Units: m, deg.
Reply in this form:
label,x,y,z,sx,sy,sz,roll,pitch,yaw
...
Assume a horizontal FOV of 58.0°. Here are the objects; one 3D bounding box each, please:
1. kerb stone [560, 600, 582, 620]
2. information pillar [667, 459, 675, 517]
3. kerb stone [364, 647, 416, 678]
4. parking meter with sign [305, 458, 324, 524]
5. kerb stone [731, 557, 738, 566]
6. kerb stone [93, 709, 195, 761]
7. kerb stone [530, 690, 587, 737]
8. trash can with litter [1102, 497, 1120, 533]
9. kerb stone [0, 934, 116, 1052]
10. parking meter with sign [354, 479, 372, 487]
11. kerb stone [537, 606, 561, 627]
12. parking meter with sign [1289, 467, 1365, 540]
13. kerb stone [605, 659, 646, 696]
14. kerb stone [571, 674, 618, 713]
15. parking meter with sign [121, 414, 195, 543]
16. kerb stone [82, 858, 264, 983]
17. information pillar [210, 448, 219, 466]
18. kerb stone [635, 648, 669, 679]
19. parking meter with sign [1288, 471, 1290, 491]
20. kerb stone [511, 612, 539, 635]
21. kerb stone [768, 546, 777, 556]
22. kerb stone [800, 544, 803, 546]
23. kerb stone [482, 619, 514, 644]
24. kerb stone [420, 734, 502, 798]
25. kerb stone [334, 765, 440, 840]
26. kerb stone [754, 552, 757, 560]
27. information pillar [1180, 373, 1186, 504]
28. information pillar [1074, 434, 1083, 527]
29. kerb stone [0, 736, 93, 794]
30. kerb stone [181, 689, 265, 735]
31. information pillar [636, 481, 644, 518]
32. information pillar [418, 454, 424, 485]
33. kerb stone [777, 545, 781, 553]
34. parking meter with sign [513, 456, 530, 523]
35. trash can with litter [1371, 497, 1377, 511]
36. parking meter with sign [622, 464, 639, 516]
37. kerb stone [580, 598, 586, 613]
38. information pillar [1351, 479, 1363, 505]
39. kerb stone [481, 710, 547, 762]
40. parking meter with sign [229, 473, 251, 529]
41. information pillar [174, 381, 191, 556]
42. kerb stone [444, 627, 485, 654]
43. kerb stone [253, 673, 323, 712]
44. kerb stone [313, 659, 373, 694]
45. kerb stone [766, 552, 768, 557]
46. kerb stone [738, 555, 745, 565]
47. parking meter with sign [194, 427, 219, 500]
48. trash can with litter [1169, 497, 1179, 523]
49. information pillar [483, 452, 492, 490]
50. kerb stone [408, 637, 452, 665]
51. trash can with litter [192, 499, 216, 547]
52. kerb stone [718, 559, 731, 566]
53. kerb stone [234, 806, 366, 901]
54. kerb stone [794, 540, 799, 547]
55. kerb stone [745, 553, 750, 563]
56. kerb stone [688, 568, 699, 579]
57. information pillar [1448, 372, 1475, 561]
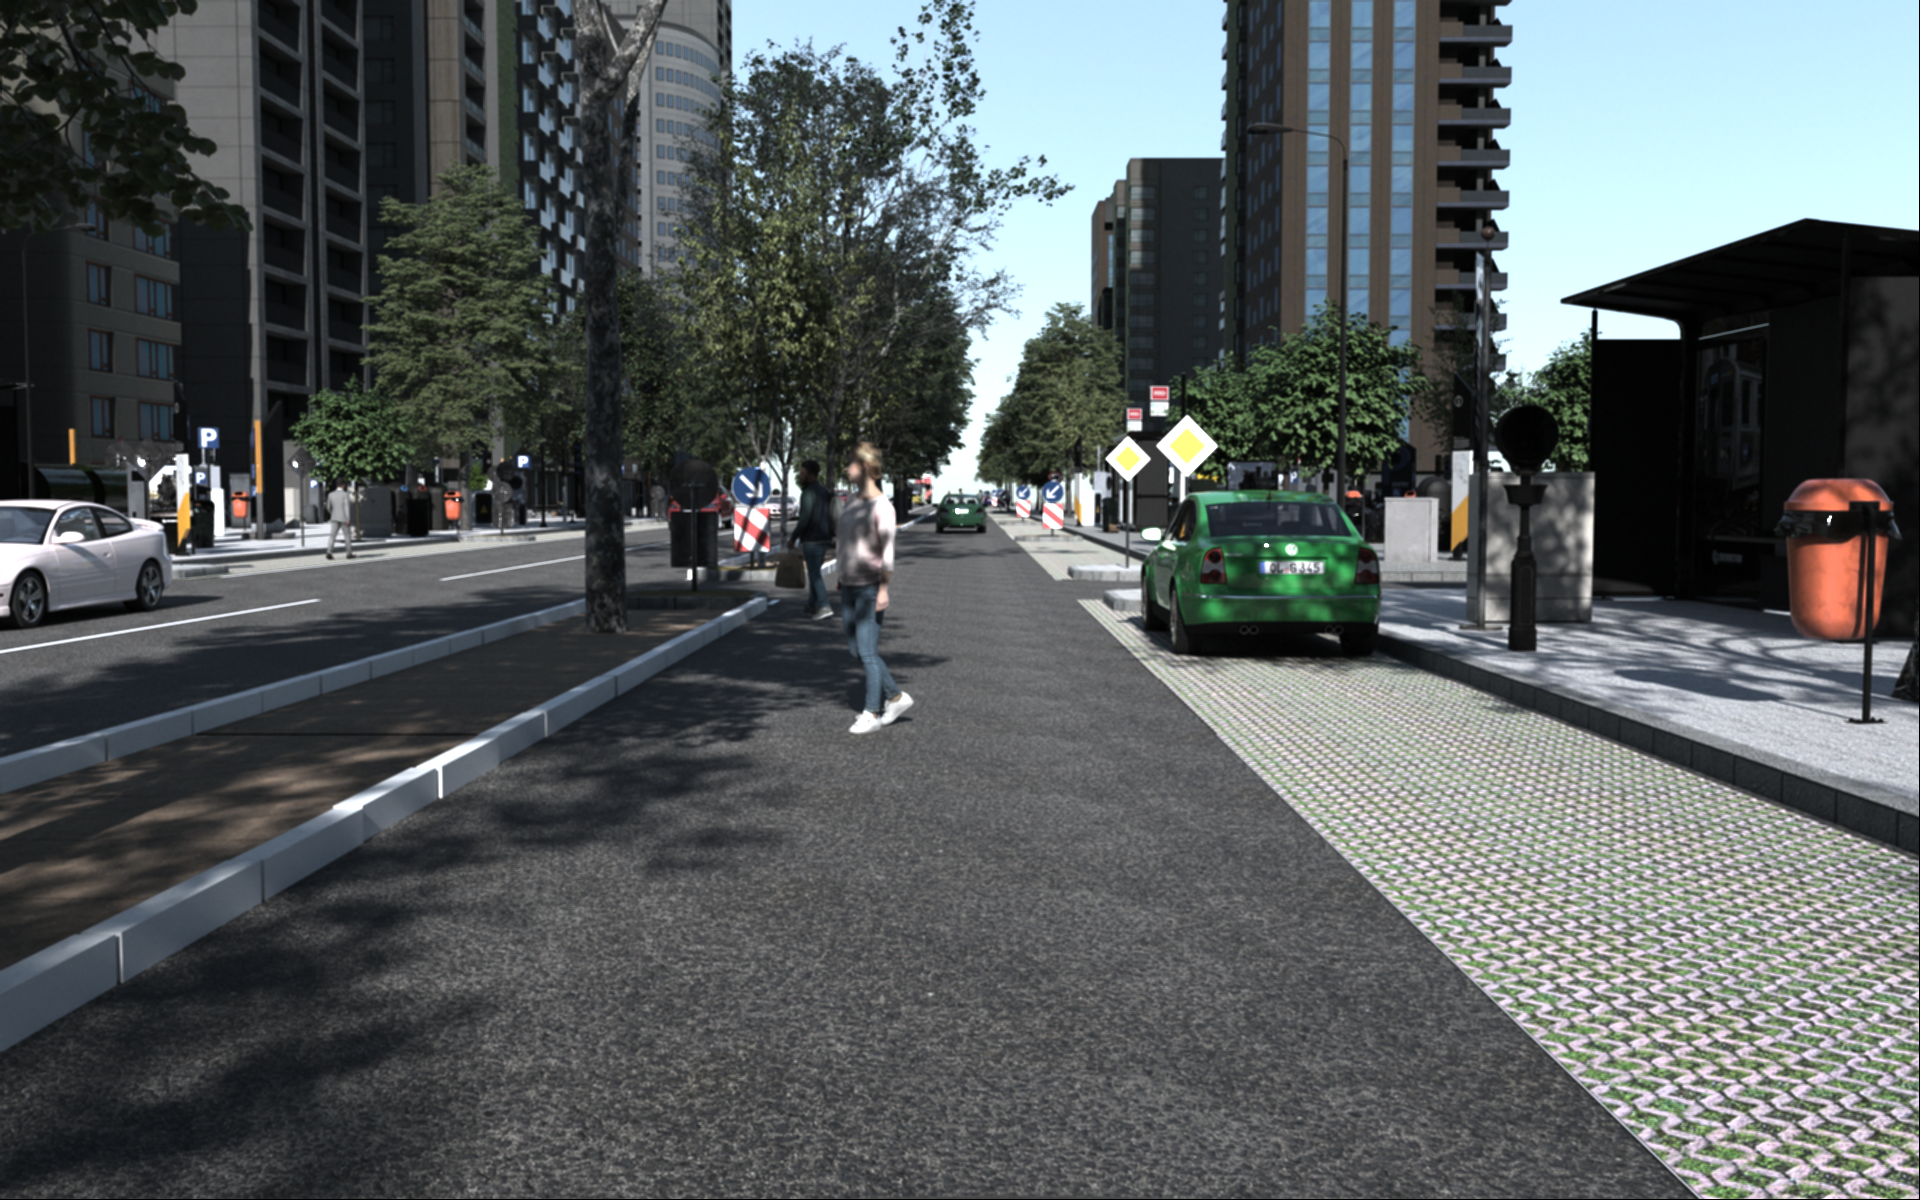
label,x,y,z,sx,sy,sz,roll,pitch,yaw
kerb stone,-4.556,0.139,19.969,0.120,0.150,1.000,0,4,0
information pillar,-16.061,-6.417,96.265,0.504,3.616,0.183,2,4,35
kerb stone,-4.586,0.512,13.824,0.120,0.150,1.000,0,4,0
parking meter with sign,-27.659,-4.775,74.330,0.543,3.016,1.738,0,4,-4
kerb stone,-4.516,-0.712,33.836,0.120,0.150,1.000,0,4,0
kerb stone,-4.602,0.762,9.735,0.120,0.150,1.000,0,4,0
kerb stone,-2.495,0.702,10.711,0.120,0.150,1.000,0,4,0
trash can with litter,5.074,-2.817,57.447,0.624,1.170,1.055,-1,4,-11
kerb stone,-2.521,1.079,4.549,0.120,0.150,1.000,0,4,0
parking meter with sign,-27.257,-5.067,79.100,1.738,3.016,0.543,0,4,0
kerb stone,-4.568,0.204,18.946,0.120,0.150,1.000,0,4,0
parking meter with sign,9.055,-2.825,42.452,1.738,3.016,0.543,0,4,7
kerb stone,-2.482,0.579,12.755,0.120,0.150,1.000,0,4,0
kerb stone,-2.498,0.644,11.733,0.120,0.150,1.000,0,4,0
parking meter with sign,-17.797,-2.546,37.890,1.738,3.016,0.543,0,4,4
kerb stone,-2.511,1.017,5.572,0.120,0.150,1.000,0,4,0
information pillar,-32.430,-5.130,75.224,0.183,3.616,0.504,3,5,40
kerb stone,-2.485,0.519,13.782,0.120,0.150,1.000,0,4,0
parking meter with sign,8.633,-2.899,43.658,1.738,3.016,0.543,-2,4,-31
kerb stone,-4.571,0.261,17.923,0.120,0.150,1.000,0,4,0
kerb stone,-4.497,-1.150,40.992,0.120,0.150,1.000,0,4,0
kerb stone,-4.459,-1.589,48.176,0.120,0.150,1.000,0,4,0
kerb stone,-4.569,0.324,16.901,0.120,0.150,1.000,0,4,0
kerb stone,-2.499,0.829,8.659,0.120,0.150,1.000,0,4,0
kerb stone,-2.517,0.891,7.626,0.120,0.150,1.000,0,4,0
kerb stone,-4.497,-0.900,36.904,0.120,0.150,1.000,0,4,0
information pillar,4.363,-2.599,33.848,0.183,3.616,0.504,1,4,9
information pillar,4.654,-4.694,68.094,0.183,3.616,0.504,-2,4,-25
kerb stone,-4.605,0.825,8.704,0.120,0.150,1.000,0,4,0
kerb stone,-4.599,0.700,10.757,0.120,0.150,1.000,0,4,0
information pillar,-17.346,-5.465,93.836,0.304,2.012,0.304,-3,4,-36
information pillar,-28.366,-6.105,91.172,0.504,3.616,0.183,3,5,42
kerb stone,-4.479,-1.212,42.014,0.120,0.150,1.000,0,4,0
parking meter with sign,-19.735,-4.988,77.811,0.543,3.016,1.738,0,4,-5
trash can with litter,17.936,-3.923,75.530,0.624,1.170,1.055,-2,4,-32
parking meter with sign,-19.359,-6.342,99.948,0.543,3.016,1.738,3,5,42
kerb stone,-4.559,0.074,20.991,0.120,0.150,1.000,0,4,0
information pillar,13.313,-3.276,58.058,0.304,2.012,0.304,-1,4,-13
kerb stone,-2.507,0.766,9.686,0.120,0.150,1.000,0,4,0
parking meter with sign,-26.707,-4.161,64.295,1.738,3.016,0.543,-2,4,-29
information pillar,-16.081,-2.719,35.803,0.183,3.616,0.504,-3,5,-45
kerb stone,-4.582,0.387,15.875,0.120,0.150,1.000,0,4,0
kerb stone,-4.600,0.637,11.780,0.120,0.150,1.000,0,4,0
kerb stone,-4.592,0.576,12.802,0.120,0.150,1.000,0,4,0
kerb stone,-4.499,-1.023,38.948,0.120,0.150,1.000,0,4,0
kerb stone,-4.506,-0.771,34.858,0.120,0.150,1.000,0,4,0
parking meter with sign,-20.253,-3.038,45.939,1.738,3.016,0.543,3,5,44
trash can with litter,8.474,-3.600,70.253,0.624,1.170,1.055,-1,4,-16
information pillar,-25.884,-6.334,94.922,0.504,3.616,0.183,-1,4,-20
kerb stone,-4.585,0.451,14.846,0.120,0.150,1.000,0,4,0
trash can with litter,-18.263,-1.854,41.702,0.624,1.170,1.055,-1,4,-22
kerb stone,-4.519,-0.647,32.813,0.120,0.150,1.000,0,4,0
kerb stone,-2.509,0.959,6.600,0.120,0.150,1.000,0,4,0
kerb stone,-4.470,-1.463,46.116,0.120,0.150,1.000,0,4,0
kerb stone,-4.499,-0.835,35.882,0.120,0.150,1.000,0,4,0
kerb stone,-4.529,-0.460,29.727,0.120,0.150,1.000,0,4,0
information pillar,9.622,-2.558,33.185,0.183,3.616,0.504,-2,4,-28
